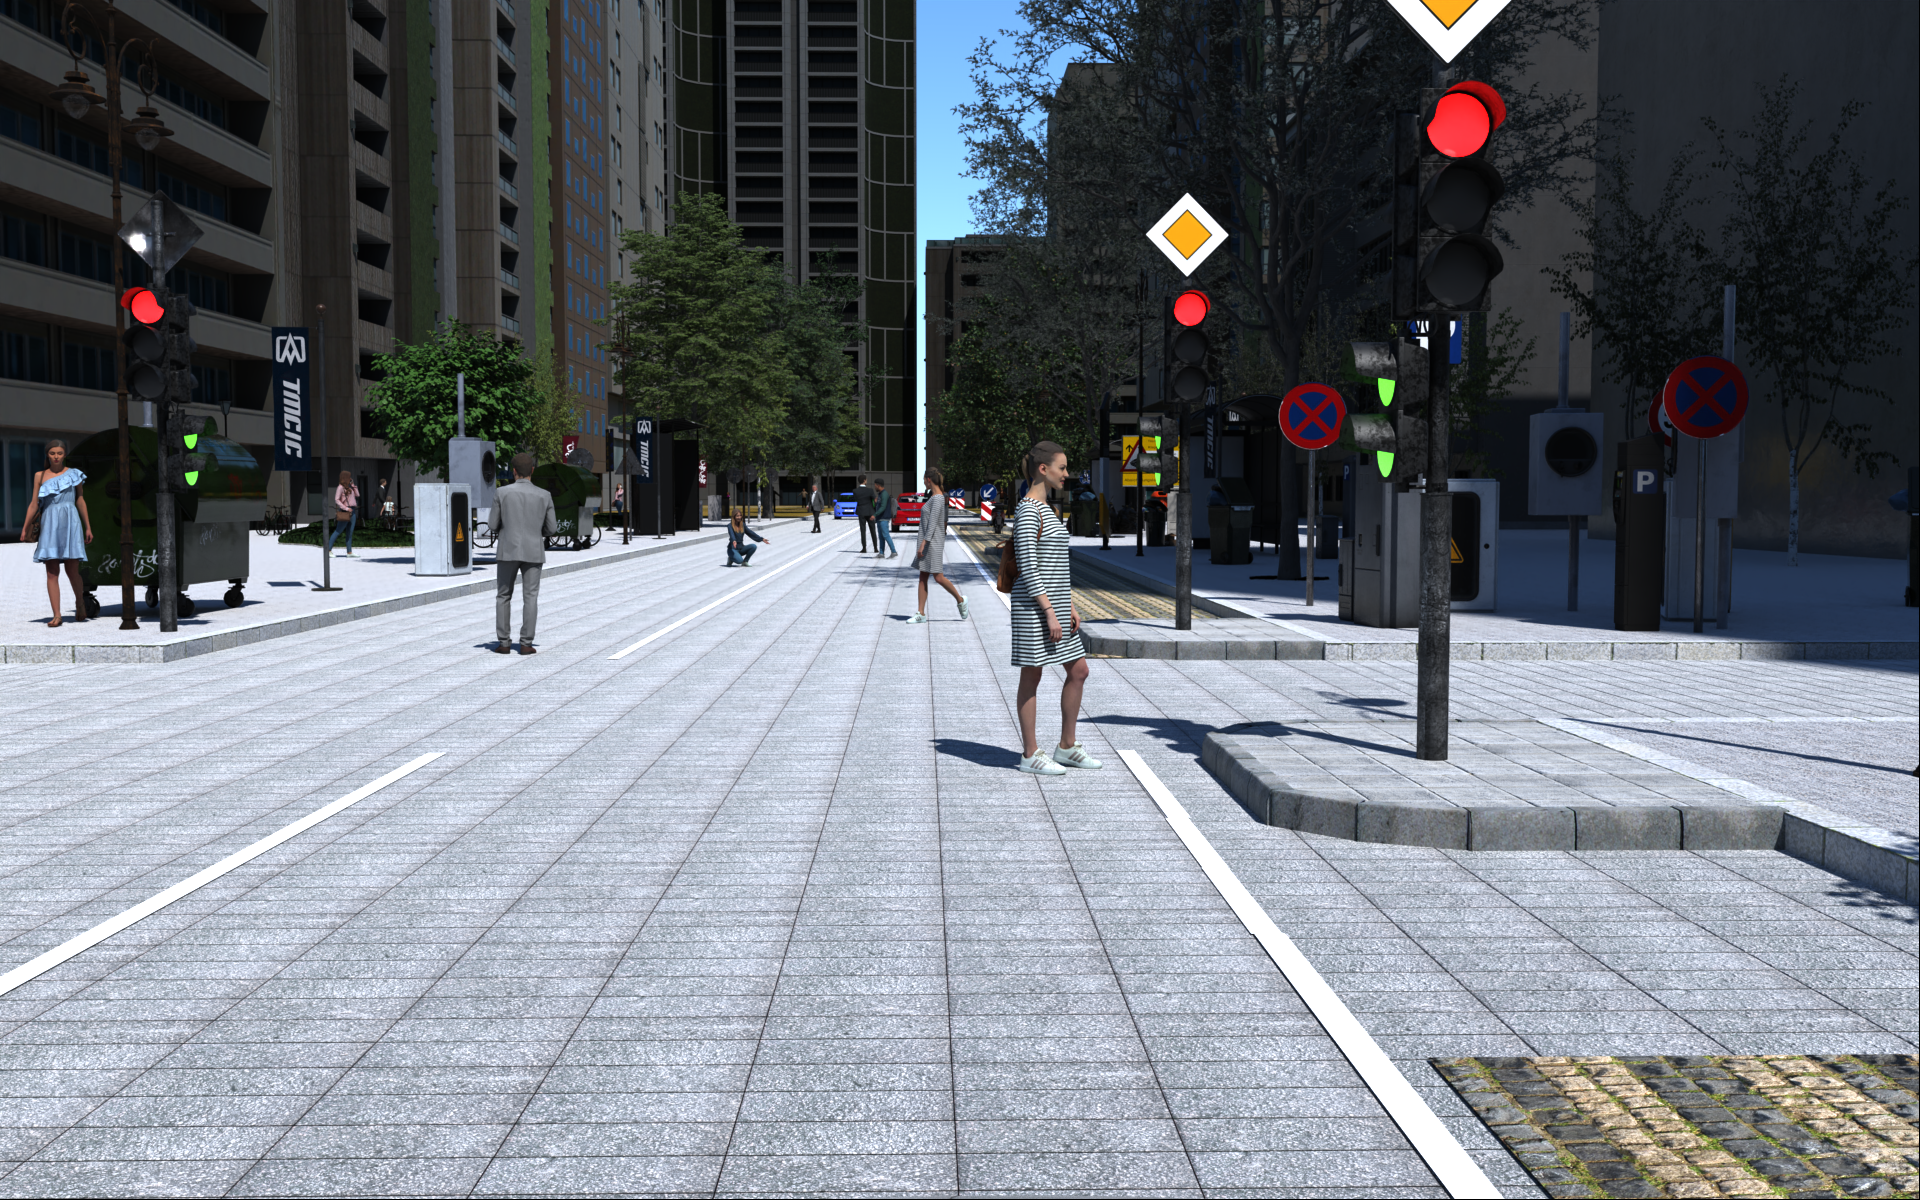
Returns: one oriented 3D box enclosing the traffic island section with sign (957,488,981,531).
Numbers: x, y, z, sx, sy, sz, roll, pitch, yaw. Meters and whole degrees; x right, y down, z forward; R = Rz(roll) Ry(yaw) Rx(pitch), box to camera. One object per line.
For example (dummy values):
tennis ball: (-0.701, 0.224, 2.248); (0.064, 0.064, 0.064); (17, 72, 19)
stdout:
traffic island section with sign: (0.986, -3.627, 67.936); (1.989, 1.847, 2.006); (0, 4, -1)

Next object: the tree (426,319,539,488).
tree: (-20.348, -7.422, 71.717); (4.737, 8.622, 4.395); (0, 3, 0)

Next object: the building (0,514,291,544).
building: (-34.496, -26.081, 50.124); (21.300, 48.544, 21.600); (0, 4, -1)

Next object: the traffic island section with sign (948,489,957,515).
traffic island section with sign: (-0.123, -6.696, 118.112); (1.989, 1.847, 2.006); (0, 4, -1)

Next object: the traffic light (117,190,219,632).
traffic light: (-7.365, -1.659, 16.042); (0.839, 4.253, 0.868); (0, 4, -1)

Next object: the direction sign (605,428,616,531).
direction sign: (-12.161, -4.171, 60.195); (0.379, 3.537, 0.876); (-2, 4, -28)

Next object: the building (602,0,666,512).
building: (-38.468, -33.539, 137.596); (27.495, 52.752, 28.713); (0, 4, -1)

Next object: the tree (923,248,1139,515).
tree: (3.386, -9.846, 77.985); (9.611, 12.733, 9.660); (0, 3, 0)

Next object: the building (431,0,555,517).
building: (-31.496, -25.318, 97.540); (14.154, 41.232, 14.086); (0, 4, -1)

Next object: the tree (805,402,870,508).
tree: (-11.931, -14.137, 165.551); (8.767, 10.594, 7.601); (3, 4, 38)

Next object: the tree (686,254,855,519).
tree: (-10.161, -11.247, 90.537); (9.857, 13.997, 8.962); (0, 3, 0)

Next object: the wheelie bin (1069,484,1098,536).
wheelie bin: (3.781, -2.751, 52.884); (0.693, 1.594, 0.980); (-3, 4, -38)

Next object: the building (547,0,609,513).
building: (-31.137, -28.237, 111.778); (14.600, 45.320, 14.200); (0, 4, -1)

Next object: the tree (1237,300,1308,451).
tree: (12.842, -6.859, 62.501); (4.360, 8.622, 3.978); (0, 3, 0)

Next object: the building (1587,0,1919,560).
building: (35.233, -14.387, 39.739); (34.151, 26.468, 19.350); (0, 4, -1)

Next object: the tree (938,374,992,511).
tree: (2.245, -12.531, 130.639); (9.928, 11.665, 9.643); (0, 3, 0)

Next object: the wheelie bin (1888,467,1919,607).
wheelie bin: (11.121, -0.724, 19.749); (0.980, 1.594, 0.693); (2, 4, 25)

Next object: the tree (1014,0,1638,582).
tree: (4.908, -7.055, 25.714); (12.009, 13.543, 11.850); (0, 3, 0)

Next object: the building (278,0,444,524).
building: (-32.013, -18.645, 76.542); (14.160, 30.474, 14.107); (0, 4, -1)

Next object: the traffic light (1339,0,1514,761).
traffic light: (2.271, -1.184, 8.284); (0.839, 4.253, 0.868); (0, 4, -1)

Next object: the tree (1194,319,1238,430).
tree: (11.822, -7.315, 69.960); (4.360, 8.622, 3.978); (0, 3, 0)

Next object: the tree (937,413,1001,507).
tree: (1.340, -15.264, 167.688); (7.486, 12.596, 7.792); (0, 3, 0)

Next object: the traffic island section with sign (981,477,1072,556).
traffic island section with sign: (1.590, -1.979, 40.987); (1.989, 1.847, 2.006); (0, 4, -1)

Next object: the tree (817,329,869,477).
tree: (-10.016, -12.144, 116.673); (7.486, 12.596, 7.792); (0, 3, 0)

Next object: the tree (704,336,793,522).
tree: (-9.424, -7.887, 79.307); (4.737, 8.622, 4.395); (0, 3, 0)

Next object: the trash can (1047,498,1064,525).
trash can: (3.787, -3.483, 68.601); (0.748, 1.137, 0.748); (0, 3, 0)

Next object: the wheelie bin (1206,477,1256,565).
wheelie bin: (4.909, -1.452, 31.643); (0.980, 1.594, 0.693); (-2, 4, -35)

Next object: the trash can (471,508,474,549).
trash can: (-11.128, -1.641, 38.487); (0.748, 1.137, 0.748); (0, 3, 0)

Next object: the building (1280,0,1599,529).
building: (24.087, -15.775, 76.985); (14.314, 24.678, 30.058); (0, 4, -1)

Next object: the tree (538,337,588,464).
tree: (-19.760, -7.928, 79.988); (4.737, 8.622, 4.395); (0, 3, 0)

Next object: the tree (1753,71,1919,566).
tree: (14.729, -4.890, 30.314); (4.360, 8.622, 3.978); (0, 3, 0)

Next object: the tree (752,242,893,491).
tree: (-11.366, -16.916, 132.468); (12.611, 20.169, 13.585); (0, 3, 0)

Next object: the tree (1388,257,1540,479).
tree: (14.039, -6.061, 49.455); (4.737, 8.622, 4.395); (0, 3, 0)

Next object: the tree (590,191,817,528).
tree: (-9.896, -8.983, 64.992); (7.486, 12.596, 7.792); (0, 3, 0)

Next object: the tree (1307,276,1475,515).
tree: (13.997, -6.403, 55.052); (4.360, 8.622, 3.978); (0, 3, 0)

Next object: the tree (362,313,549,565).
tree: (-9.159, -2.933, 31.663); (4.285, 4.588, 4.351); (0, 3, 0)

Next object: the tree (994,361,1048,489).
tree: (3.293, -8.337, 86.667); (4.737, 8.622, 4.395); (0, 3, 0)

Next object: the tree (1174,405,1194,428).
tree: (12.571, -8.291, 85.925); (4.360, 8.622, 3.978); (0, 3, 0)

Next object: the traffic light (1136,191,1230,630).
traffic light: (2.093, -1.673, 16.267); (0.839, 4.253, 0.868); (0, 4, -1)

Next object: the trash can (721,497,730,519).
trash can: (-12.171, -4.740, 89.157); (0.748, 1.137, 0.748); (0, 3, 0)

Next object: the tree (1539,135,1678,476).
tree: (14.397, -5.251, 36.218); (4.360, 8.622, 3.978); (0, 3, 0)
